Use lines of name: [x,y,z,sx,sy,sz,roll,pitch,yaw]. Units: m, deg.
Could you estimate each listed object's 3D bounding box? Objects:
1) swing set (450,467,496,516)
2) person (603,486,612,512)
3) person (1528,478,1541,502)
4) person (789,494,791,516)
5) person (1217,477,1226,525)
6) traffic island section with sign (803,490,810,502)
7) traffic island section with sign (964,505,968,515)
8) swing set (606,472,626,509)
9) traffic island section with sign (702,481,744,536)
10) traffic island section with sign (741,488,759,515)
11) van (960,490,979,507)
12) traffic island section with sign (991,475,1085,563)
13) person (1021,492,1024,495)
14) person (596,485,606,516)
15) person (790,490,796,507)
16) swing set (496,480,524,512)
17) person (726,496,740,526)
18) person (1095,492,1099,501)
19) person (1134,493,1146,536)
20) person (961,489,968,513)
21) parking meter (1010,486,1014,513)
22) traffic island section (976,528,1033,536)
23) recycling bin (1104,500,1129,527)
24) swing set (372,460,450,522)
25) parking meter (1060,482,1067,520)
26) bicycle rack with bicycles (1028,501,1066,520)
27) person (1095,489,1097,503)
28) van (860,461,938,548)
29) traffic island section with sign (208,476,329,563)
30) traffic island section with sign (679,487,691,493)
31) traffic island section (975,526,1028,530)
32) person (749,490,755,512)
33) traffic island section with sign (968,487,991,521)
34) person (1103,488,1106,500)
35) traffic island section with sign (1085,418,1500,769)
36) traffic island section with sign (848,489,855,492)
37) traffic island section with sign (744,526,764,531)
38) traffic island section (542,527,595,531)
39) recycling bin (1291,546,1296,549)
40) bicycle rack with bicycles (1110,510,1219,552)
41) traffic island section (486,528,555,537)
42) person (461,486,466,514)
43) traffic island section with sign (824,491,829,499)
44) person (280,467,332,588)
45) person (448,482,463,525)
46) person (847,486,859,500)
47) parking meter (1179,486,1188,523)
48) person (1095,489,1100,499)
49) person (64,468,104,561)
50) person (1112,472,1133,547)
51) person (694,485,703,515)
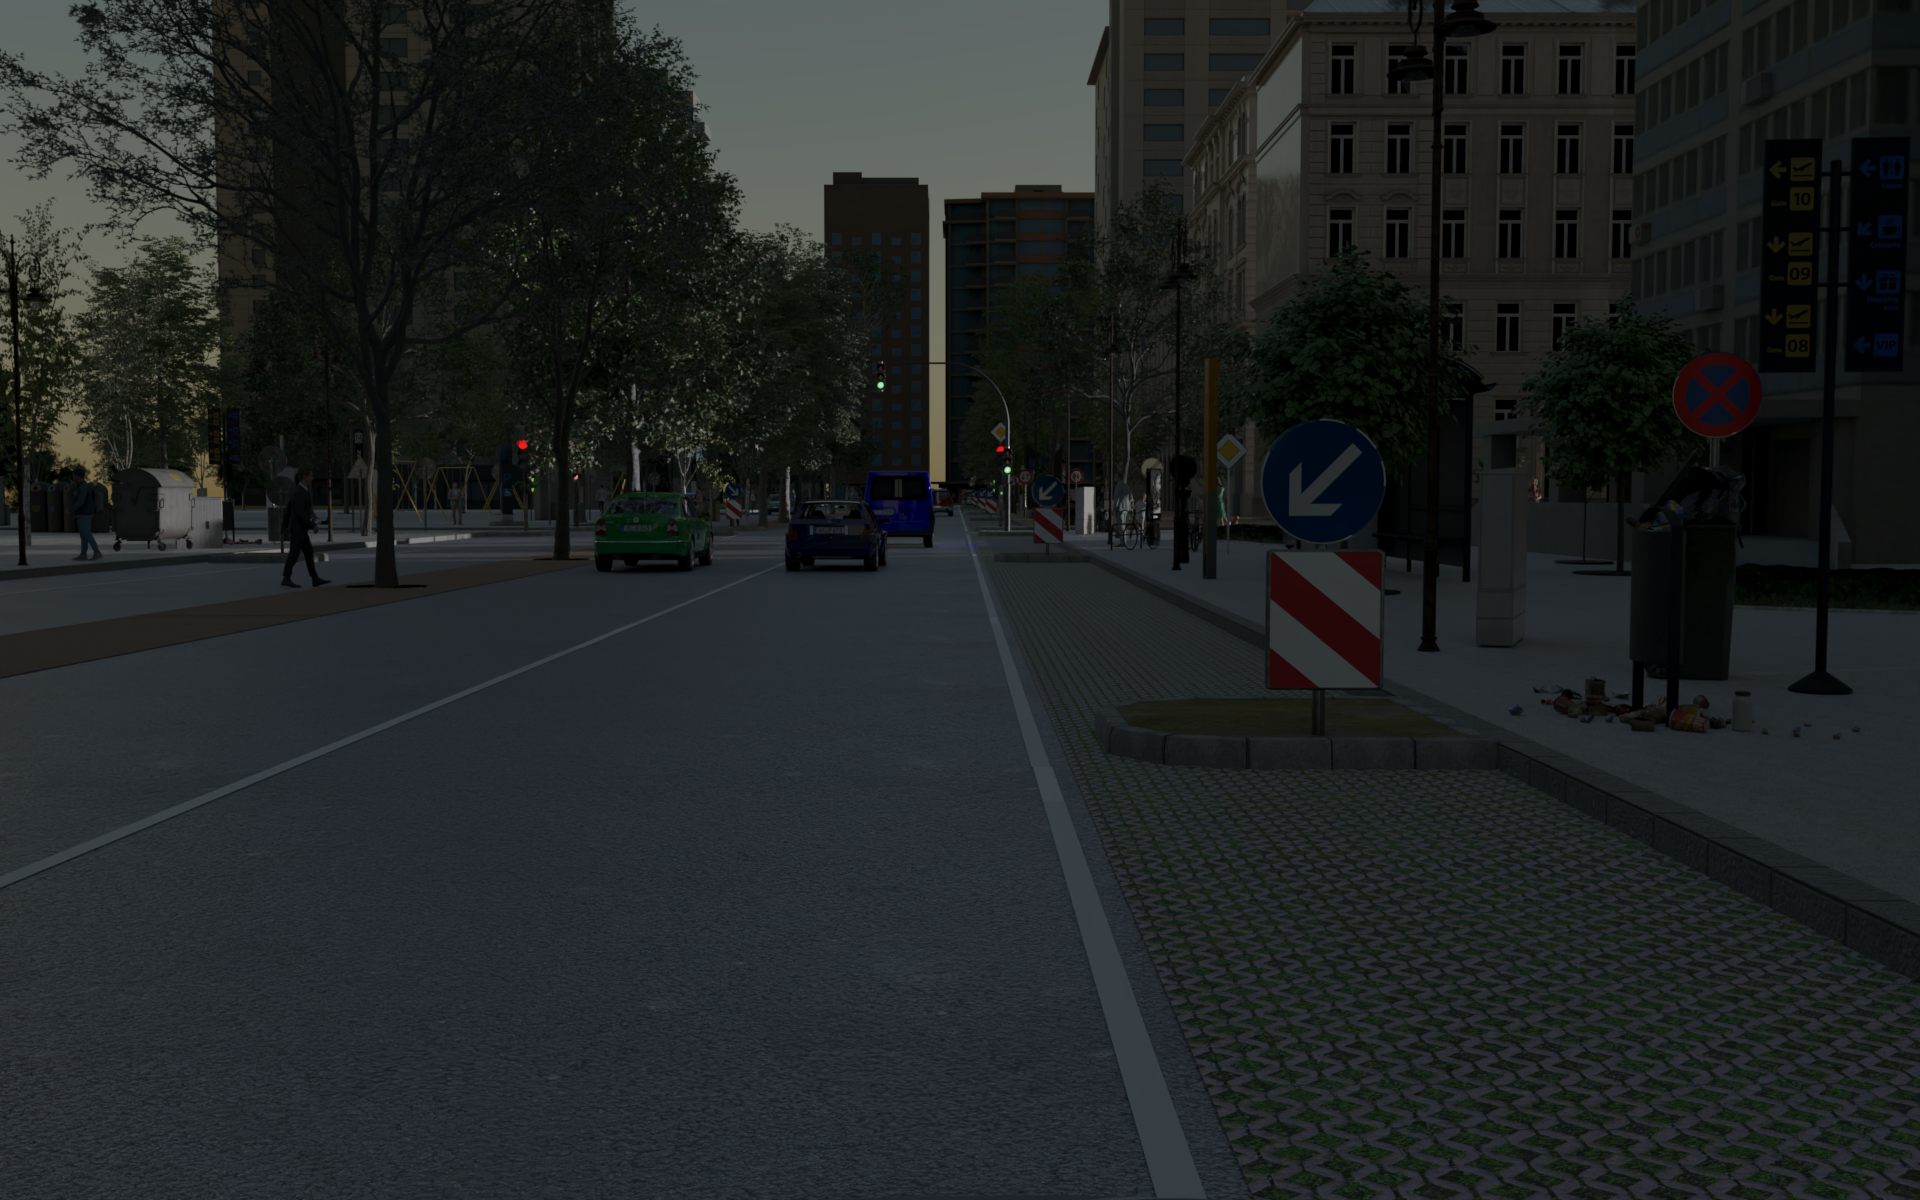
swing set: [-29.295,-6.294,100.533,3.119,2.851,2.862,2,4,33]
person: [-17.863,-4.949,87.962,0.522,1.701,0.512,2,4,30]
person: [19.662,-3.271,59.492,0.573,1.828,0.580,1,4,16]
person: [-11.482,-6.486,114.352,0.655,1.846,0.447,0,4,-7]
person: [7.657,-2.776,51.681,0.600,1.795,0.529,-1,4,-22]
traffic island section with sign: [-15.013,-9.843,169.552,1.989,1.847,2.006,0,4,0]
traffic island section with sign: [1.451,-6.817,120.093,1.989,1.847,2.006,0,4,0]
swing set: [-23.734,-7.714,123.746,2.862,2.851,3.119,-1,4,-22]
traffic island section with sign: [-8.720,-3.176,60.061,2.006,1.907,1.989,0,4,0]
traffic island section with sign: [-14.867,-6.818,120.094,1.989,1.847,2.006,0,4,0]
van: [1.031,-11.097,188.446,2.013,2.044,4.112,0,4,1]
traffic island section with sign: [1.723,-1.726,36.848,1.989,1.847,2.006,0,4,0]
person: [5.976,-9.285,158.575,1.217,1.735,0.721,-1,4,-14]
person: [-21.071,-5.876,101.969,0.661,1.843,0.795,-2,4,-26]
person: [-12.910,-7.678,134.380,0.601,1.785,0.444,1,4,17]
swing set: [-31.347,-7.426,119.034,2.862,2.851,3.119,-1,4,-12]
person: [-9.853,-4.090,75.184,0.655,1.846,0.447,1,4,10]
person: [11.936,-8.554,149.155,0.557,1.426,1.065,-3,5,-41]
person: [5.458,-2.565,52.268,0.425,1.301,0.394,1,4,15]
person: [0.306,-7.443,130.173,0.580,1.828,0.573,1,4,21]
parking meter: [3.560,-6.912,118.725,0.255,1.863,0.399,-1,4,-13]
traffic island section: [1.640,-2.298,59.855,2.009,0.180,2.903,0,4,0]
recycling bin: [6.157,-3.399,68.123,0.722,1.027,0.722,-2,4,-32]
swing set: [-26.189,-5.138,81.631,2.862,2.851,3.119,0,4,8]
parking meter: [5.261,-4.968,86.939,0.399,1.863,0.255,-1,4,-14]
bicycle rack with bicycles: [4.562,-4.377,84.949,2.852,0.926,2.925,0,4,7]
person: [13.072,-9.912,167.742,1.348,1.869,0.705,1,4,10]
van: [-1.692,-2.667,47.987,2.240,2.365,5.245,0,4,-2]
traffic island section with sign: [-14.593,-1.723,36.807,1.989,1.847,2.006,0,4,0]
traffic island section with sign: [-14.781,-5.168,93.128,1.989,1.847,2.006,0,4,0]
traffic island section: [1.615,-2.786,67.840,2.009,0.180,2.903,0,4,0]
person: [-15.818,-7.463,131.183,0.598,1.740,0.731,0,4,-1]
traffic island section with sign: [1.544,-5.158,92.957,1.989,1.847,2.006,0,4,0]
person: [11.547,-7.962,136.894,0.598,1.740,0.731,0,4,-4]
traffic island section with sign: [1.803,-0.077,9.893,1.989,1.847,2.006,0,4,0]
traffic island section with sign: [-8.979,-8.224,142.606,2.006,1.907,1.989,0,4,0]
traffic island section with sign: [-8.734,-3.629,67.468,2.006,1.907,1.989,0,4,0]
traffic island section: [-15.027,-2.784,67.793,2.009,0.180,2.903,0,4,0]
recycling bin: [7.116,-1.376,35.052,0.722,1.027,0.722,3,4,37]
bicycle rack with bicycles: [4.815,-1.605,39.627,2.852,0.926,2.925,2,4,29]
traffic island section: [-15.001,-2.295,59.808,2.009,0.180,2.903,0,4,0]
person: [-32.777,-6.604,114.026,0.388,1.821,0.555,1,4,9]
traffic island section with sign: [-15.104,-11.491,196.507,1.989,1.847,2.006,0,4,0]
person: [-10.063,-1.121,26.614,0.755,1.850,0.659,-1,4,-22]
person: [-21.088,-4.052,72.489,0.606,1.804,0.583,-2,4,-35]
person: [-5.070,-4.505,82.274,0.709,1.813,0.853,1,4,11]
parking meter: [7.289,-3.107,56.510,0.255,1.863,0.399,0,4,-3]
person: [12.464,-9.168,155.950,1.348,1.822,0.705,-1,4,-20]
person: [-16.832,-1.644,33.268,0.721,1.781,0.623,-2,4,-32]
person: [3.895,-2.182,41.820,0.391,1.810,0.635,2,4,26]
person: [-10.511,-3.716,69.602,0.374,1.781,0.599,-1,4,-11]
